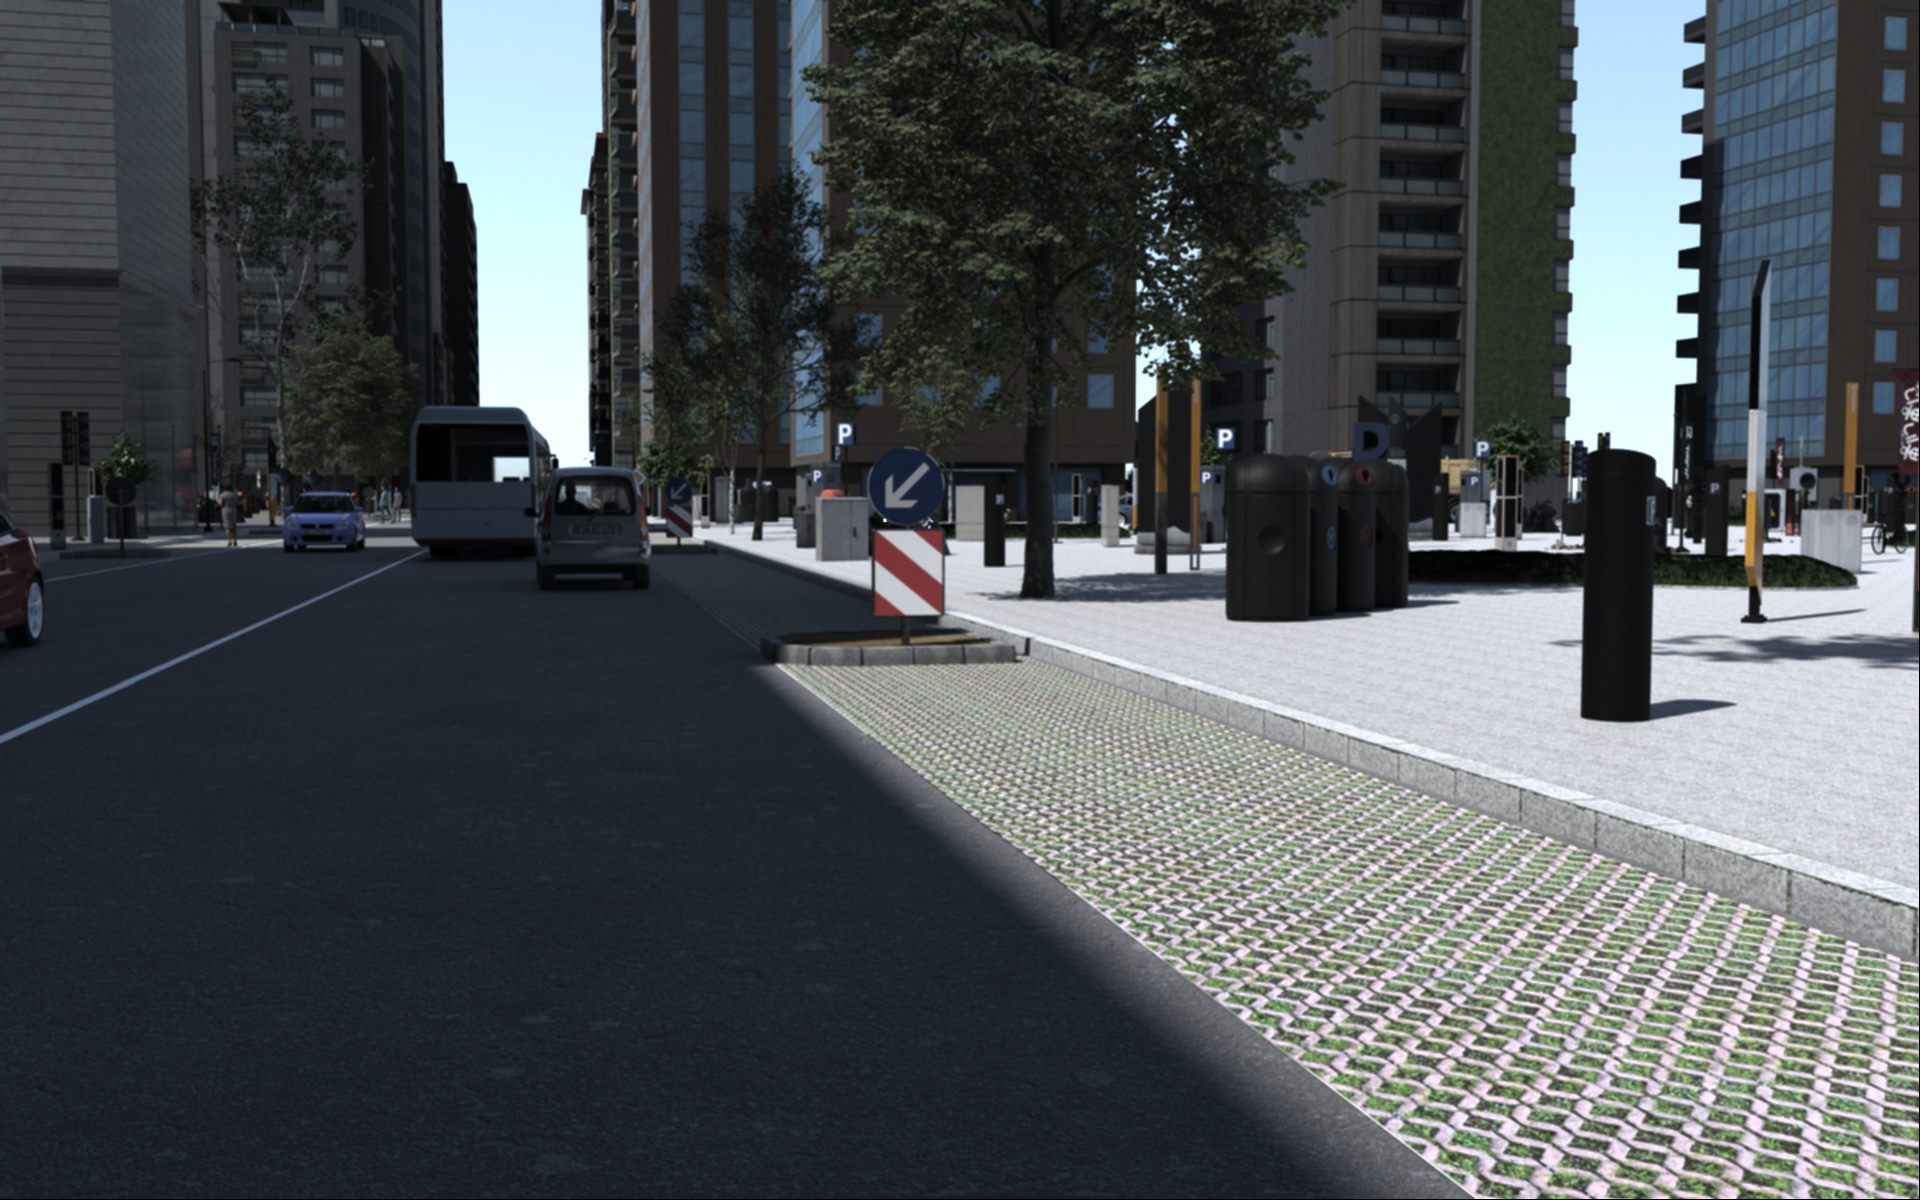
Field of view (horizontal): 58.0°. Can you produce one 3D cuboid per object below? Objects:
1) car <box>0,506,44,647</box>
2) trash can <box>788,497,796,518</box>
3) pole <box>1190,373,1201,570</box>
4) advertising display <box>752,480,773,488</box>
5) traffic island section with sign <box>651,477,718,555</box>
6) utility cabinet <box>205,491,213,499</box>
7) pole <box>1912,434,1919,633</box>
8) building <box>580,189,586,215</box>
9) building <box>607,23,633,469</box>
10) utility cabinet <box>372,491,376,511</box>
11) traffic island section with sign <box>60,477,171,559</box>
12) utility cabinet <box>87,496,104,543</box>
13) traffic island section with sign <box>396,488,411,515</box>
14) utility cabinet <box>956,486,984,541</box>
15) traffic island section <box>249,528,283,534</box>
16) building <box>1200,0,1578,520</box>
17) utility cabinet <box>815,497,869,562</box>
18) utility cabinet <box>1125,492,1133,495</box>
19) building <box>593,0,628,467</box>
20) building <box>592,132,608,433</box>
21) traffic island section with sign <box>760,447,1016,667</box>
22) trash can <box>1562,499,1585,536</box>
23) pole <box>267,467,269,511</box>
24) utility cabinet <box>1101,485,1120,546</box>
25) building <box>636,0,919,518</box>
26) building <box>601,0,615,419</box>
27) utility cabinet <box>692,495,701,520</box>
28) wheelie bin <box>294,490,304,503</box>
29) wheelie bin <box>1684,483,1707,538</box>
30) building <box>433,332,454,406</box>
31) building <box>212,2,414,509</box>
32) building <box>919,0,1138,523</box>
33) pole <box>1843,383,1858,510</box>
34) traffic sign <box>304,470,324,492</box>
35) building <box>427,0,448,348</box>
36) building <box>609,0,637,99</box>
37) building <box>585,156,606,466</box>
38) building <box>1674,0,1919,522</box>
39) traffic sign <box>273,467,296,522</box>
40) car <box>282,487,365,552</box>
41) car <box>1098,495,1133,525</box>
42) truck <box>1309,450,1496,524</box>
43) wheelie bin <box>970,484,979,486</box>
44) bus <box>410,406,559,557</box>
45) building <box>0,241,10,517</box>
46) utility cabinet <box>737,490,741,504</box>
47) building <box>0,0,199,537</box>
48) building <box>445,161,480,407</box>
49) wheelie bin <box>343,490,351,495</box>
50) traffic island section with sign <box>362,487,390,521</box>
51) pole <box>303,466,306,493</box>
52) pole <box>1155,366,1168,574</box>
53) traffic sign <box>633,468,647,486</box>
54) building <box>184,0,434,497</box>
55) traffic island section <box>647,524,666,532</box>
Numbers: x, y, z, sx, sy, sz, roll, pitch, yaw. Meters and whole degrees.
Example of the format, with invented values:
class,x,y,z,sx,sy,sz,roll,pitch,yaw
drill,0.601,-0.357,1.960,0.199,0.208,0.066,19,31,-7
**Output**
class,x,y,z,sx,sy,sz,roll,pitch,yaw
car,-9.221,-0.348,14.725,2.155,1.783,4.494,-1,4,-15
trash can,-8.790,-4.925,92.173,0.748,1.137,0.748,0,3,0
pole,3.956,-2.154,29.065,0.158,3.312,0.155,0,3,0
advertising display,-9.318,-4.673,81.619,0.974,1.923,0.123,0,4,2
traffic island section with sign,-6.938,-2.026,41.760,1.989,1.847,2.006,-1,4,-13
utility cabinet,-56.149,-7.432,130.185,1.173,1.500,0.318,1,4,19
pole,8.926,-1.350,15.918,0.158,3.312,0.155,0,3,0
building,-48.769,-42.969,291.789,28.713,52.752,27.495,-1,4,-13
building,-24.412,-28.897,156.053,14.154,41.232,14.086,-1,4,-13
utility cabinet,-44.578,-7.519,131.612,1.173,1.500,0.318,2,4,23
traffic island section with sign,-18.931,-1.855,38.963,1.989,1.847,2.006,-1,4,-13
utility cabinet,-22.720,-2.100,45.497,0.306,1.237,1.020,-2,4,-32
traffic island section with sign,-37.659,-6.731,118.678,1.989,1.847,2.006,-1,4,-13
utility cabinet,0.485,-2.345,47.028,1.173,1.500,0.318,1,4,8
traffic island section,-24.566,-2.491,63.013,2.009,0.180,2.903,-1,4,-13
building,21.306,-24.751,88.268,14.086,41.232,14.154,-1,4,-13
utility cabinet,-2.254,-1.350,33.226,1.020,1.237,0.306,-2,4,-32
utility cabinet,12.788,-7.345,128.763,1.173,1.500,0.318,2,4,26
building,-26.481,-52.954,178.470,22.319,86.520,31.000,-1,4,-13
building,-32.826,-33.922,209.250,22.147,44.769,28.867,-1,4,-13
traffic island section with sign,-0.724,-0.407,15.281,1.989,1.847,2.006,-1,4,-13
trash can,18.791,-2.528,52.989,0.748,1.137,0.748,0,3,0
pole,-51.678,-8.301,129.569,0.158,3.312,0.155,0,3,0
utility cabinet,3.684,-2.061,42.381,0.318,1.500,1.173,0,4,-3
building,-11.109,-27.460,99.082,14.600,45.320,14.200,-1,4,-13
building,-40.944,-49.050,240.211,20.563,71.187,20.611,-1,4,-13
utility cabinet,-12.623,-4.476,84.350,1.020,1.237,0.306,3,5,40
wheelie bin,-48.562,-7.316,127.522,0.980,1.594,0.693,0,4,8
wheelie bin,21.475,-2.589,50.243,0.980,1.594,0.693,-3,5,-40
building,-72.380,-21.469,196.055,27.650,21.520,28.899,-1,4,-13
building,-54.964,-28.439,148.566,14.154,41.232,14.086,-1,4,-13
building,-0.394,-26.519,83.702,14.200,45.320,14.600,-1,4,-13
pole,16.352,-2.323,31.827,0.158,3.312,0.155,0,3,0
traffic sign,-26.371,-4.103,70.731,0.795,2.450,0.064,-1,4,-13
building,-77.312,-48.532,231.744,20.563,71.187,20.611,-1,4,-13
building,-14.391,-28.990,128.609,22.147,44.769,28.867,-1,4,-13
building,-41.717,-41.346,265.252,28.713,52.752,27.495,-1,4,-13
building,48.828,-27.002,91.596,14.200,45.320,14.600,-1,4,-13
traffic sign,-24.544,-3.628,62.957,0.795,2.450,0.064,-1,4,-13
car,-16.105,-2.100,43.919,1.945,1.707,3.694,-1,4,-14
car,7.812,-3.826,74.552,4.499,1.417,2.014,-1,4,-12
truck,19.621,-5.005,77.762,9.791,3.379,3.469,-1,4,-11
wheelie bin,0.435,-2.853,54.555,0.693,1.594,0.980,-1,4,-22
bus,-11.564,-2.934,42.836,2.948,3.499,13.247,-1,4,-12
building,-26.065,-13.062,18.076,19.350,26.468,34.151,-1,4,-13
utility cabinet,-11.499,-5.073,91.626,1.173,1.500,0.318,0,4,7
building,-40.545,-16.846,52.920,29.804,29.767,11.434,-1,4,-13
building,-82.219,-38.485,252.924,21.300,48.544,21.600,-1,4,-13
wheelie bin,-50.346,-8.221,142.325,0.693,1.594,0.980,2,4,32
traffic island section with sign,-31.456,-5.118,92.299,1.989,1.847,2.006,-1,4,-13
pole,-46.663,-7.926,123.432,0.158,3.312,0.155,0,3,0
pole,3.220,-2.069,27.676,0.158,3.312,0.155,0,3,0
traffic sign,-12.278,-3.802,65.807,0.795,2.450,0.064,-1,4,-13
building,-63.139,-38.276,167.813,21.231,58.520,28.212,-1,4,-13
traffic island section,-12.257,-2.667,65.889,2.009,0.180,2.903,-1,4,-13
